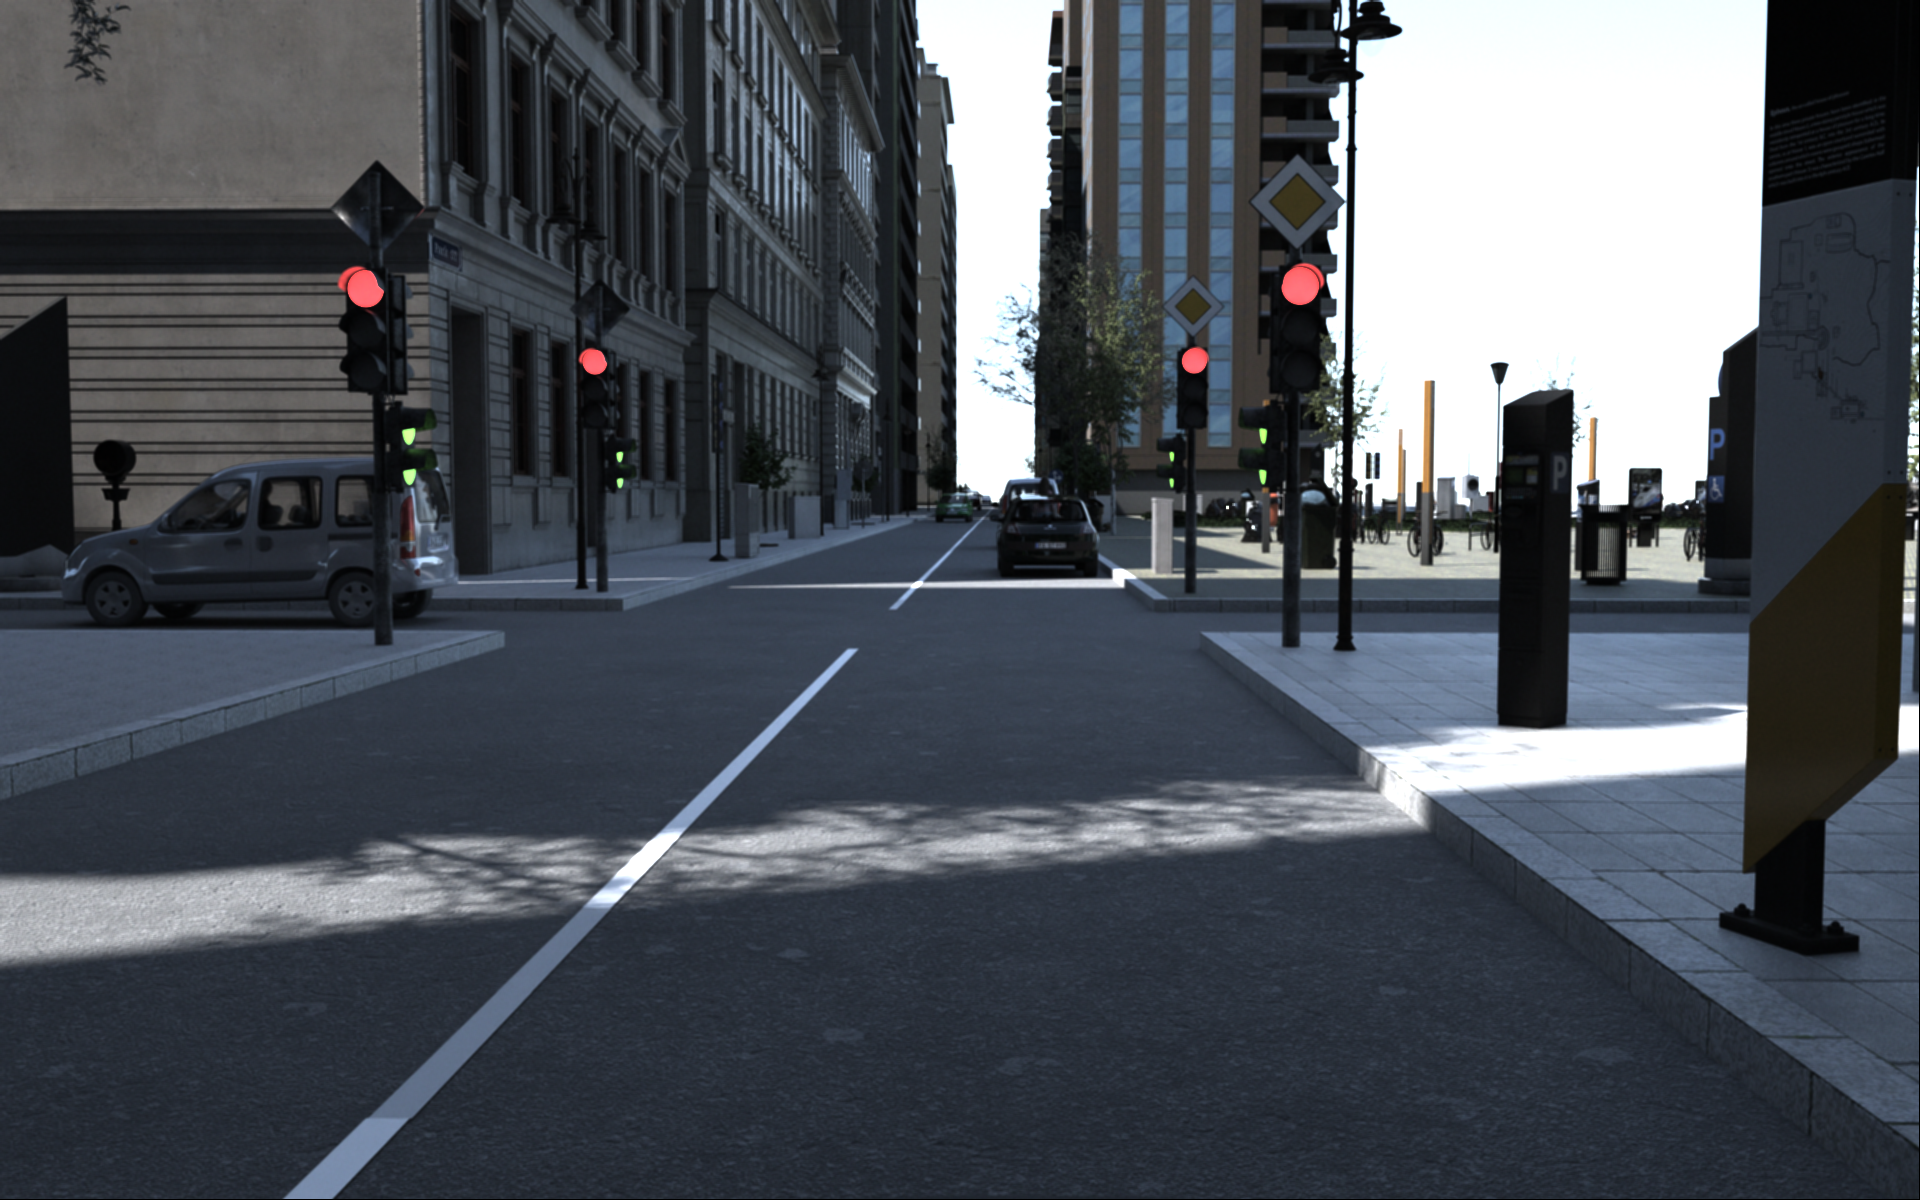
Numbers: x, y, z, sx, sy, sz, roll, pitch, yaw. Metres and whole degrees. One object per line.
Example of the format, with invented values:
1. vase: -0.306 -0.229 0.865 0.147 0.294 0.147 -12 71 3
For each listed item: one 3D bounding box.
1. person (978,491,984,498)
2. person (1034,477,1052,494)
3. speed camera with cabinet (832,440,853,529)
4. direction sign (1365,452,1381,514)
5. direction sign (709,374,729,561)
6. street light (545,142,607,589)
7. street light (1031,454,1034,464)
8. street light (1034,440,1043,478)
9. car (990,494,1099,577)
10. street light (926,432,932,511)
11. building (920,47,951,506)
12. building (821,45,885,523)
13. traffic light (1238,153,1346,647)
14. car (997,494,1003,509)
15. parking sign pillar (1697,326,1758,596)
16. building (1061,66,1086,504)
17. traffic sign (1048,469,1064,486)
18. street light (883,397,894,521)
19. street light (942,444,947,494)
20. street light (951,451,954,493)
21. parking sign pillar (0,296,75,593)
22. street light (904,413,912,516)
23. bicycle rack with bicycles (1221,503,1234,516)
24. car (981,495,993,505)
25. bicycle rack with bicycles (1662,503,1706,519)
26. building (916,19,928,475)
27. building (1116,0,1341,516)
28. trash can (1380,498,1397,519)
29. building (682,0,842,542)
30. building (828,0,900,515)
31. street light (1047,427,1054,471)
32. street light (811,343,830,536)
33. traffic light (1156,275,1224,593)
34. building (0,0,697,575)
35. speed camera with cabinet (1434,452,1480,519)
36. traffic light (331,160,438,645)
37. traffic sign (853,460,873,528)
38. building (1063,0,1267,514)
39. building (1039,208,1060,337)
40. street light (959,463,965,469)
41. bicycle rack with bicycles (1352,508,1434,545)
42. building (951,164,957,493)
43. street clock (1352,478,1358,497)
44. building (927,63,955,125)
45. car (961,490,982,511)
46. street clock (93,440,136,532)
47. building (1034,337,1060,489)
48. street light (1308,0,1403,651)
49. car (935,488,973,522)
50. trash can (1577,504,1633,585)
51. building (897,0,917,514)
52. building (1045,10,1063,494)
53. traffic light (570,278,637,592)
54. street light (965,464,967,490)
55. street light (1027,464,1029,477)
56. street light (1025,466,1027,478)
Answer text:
1. person: 2.341 -12.932 219.956 1.348 1.821 0.705 1 4 12
2. person: 1.977 -1.941 40.238 0.555 1.821 0.388 0 4 -1
3. speed camera with cabinet: -4.361 -4.248 63.792 0.660 3.252 2.038 -1 4 -8
4. direction sign: 22.241 -6.199 93.348 0.876 3.537 0.379 -1 4 -14
5. direction sign: -4.625 -2.513 33.086 0.379 3.537 0.876 0 4 4
6. street light: -5.118 -3.087 23.265 0.468 5.910 1.993 0 4 2
7. street light: 7.564 -12.264 173.303 0.468 5.910 1.993 0 4 2
8. street light: 6.655 -10.465 143.891 0.468 5.910 1.993 0 4 2
9. car: 1.549 -1.323 31.416 2.009 1.686 4.222 0 4 0
10. street light: -2.341 -9.544 128.825 0.468 5.910 1.993 0 4 2
11. building: -12.348 -34.811 192.855 21.300 48.544 21.600 0 4 2
12. building: -9.885 -15.645 84.681 11.050 23.489 19.941 0 4 2
13. traffic light: 2.766 -1.561 14.451 0.839 4.253 0.868 0 4 2
14. car: 4.637 -9.693 168.267 2.009 1.686 4.222 0 4 1
15. parking sign pillar: 10.321 -2.067 22.271 1.447 3.967 1.447 -1 4 -10
16. building: 14.053 -21.333 120.502 14.160 30.474 14.107 0 4 2
17. traffic sign: 4.867 -5.364 87.807 0.768 2.556 0.104 0 4 4
18. street light: -3.446 -6.714 82.565 0.468 5.910 1.993 0 4 2
19. street light: -1.425 -11.363 158.568 0.468 5.910 1.993 0 4 2
20. street light: -0.823 -12.840 182.716 0.468 5.910 1.993 0 4 2
21. parking sign pillar: -12.593 -2.121 23.147 1.447 3.967 1.447 2 4 27
22. street light: -3.003 -7.744 99.407 0.468 5.910 1.993 0 4 2
23. bicycle rack with bicycles: 12.231 -3.708 74.014 2.852 0.926 2.925 1 4 11
24. car: 3.355 -13.484 232.818 2.083 1.381 4.827 0 4 2
25. bicycle rack with bicycles: 27.903 -3.312 67.535 2.852 0.926 2.925 2 4 32
26. building: -14.908 -32.349 148.509 23.786 49.044 30.456 0 4 2
27. building: 14.620 -27.843 105.352 14.600 45.320 14.200 0 4 2
28. trash can: 15.640 -3.137 62.945 0.748 1.137 0.748 0 3 0
29. building: -13.509 -13.856 59.832 16.112 22.955 30.059 0 4 2
30. building: -11.138 -25.749 104.585 14.154 41.232 14.086 0 4 2
31. street light: 5.949 -8.630 113.883 0.468 5.910 1.993 0 4 2
32. street light: -4.258 -4.912 53.092 0.468 5.910 1.993 0 4 2
33. traffic light: 2.981 -2.050 22.433 0.839 4.253 0.868 0 4 2
34. building: -12.343 -12.115 34.245 11.583 22.565 21.152 0 4 2
35. speed camera with cabinet: 23.329 -5.321 81.339 2.038 3.252 0.660 -1 4 -10
36. traffic light: -4.893 -1.573 14.641 0.839 4.253 0.868 0 4 2
37. traffic sign: -3.658 -3.989 65.329 0.768 2.556 0.104 0 4 3
38. building: 15.090 -29.632 134.602 14.600 45.320 14.200 0 4 2
39. building: 18.311 -34.586 249.077 14.154 41.232 14.086 0 4 2
40. street light: 0.017 -14.639 212.129 0.468 5.910 1.993 0 4 2
41. bicycle rack with bicycles: 11.231 -1.931 44.958 2.852 0.926 2.925 1 4 16
42. building: -11.357 -37.807 241.850 21.300 48.544 21.600 0 4 2
43. street clock: 17.612 -4.477 77.774 0.358 2.002 0.471 -3 5 -41
44. building: -15.325 -38.415 217.317 28.713 52.752 27.495 0 4 2
45. car: 0.847 -8.801 152.563 2.281 1.827 5.304 0 4 2
46. street clock: -11.347 -1.145 23.299 0.471 2.002 0.358 0 4 5
47. building: 22.787 -21.963 204.142 27.650 21.520 28.899 0 4 2
48. street light: 3.166 -2.525 14.076 0.468 5.910 1.993 0 4 2
49. car: -0.292 -4.895 88.832 1.959 1.807 4.718 0 4 3
50. trash can: 9.107 -0.785 24.483 0.748 1.137 0.748 0 3 0
51. building: -14.246 -30.509 122.518 21.300 48.544 21.600 0 4 2
52. building: 18.948 -30.736 157.163 22.147 44.769 28.867 0 4 2
53. traffic light: -4.678 -2.061 22.623 0.839 4.253 0.868 0 4 2
54. street light: 0.802 -16.438 241.544 0.468 5.910 1.993 0 4 2
55. street light: 8.161 -13.696 196.715 0.468 5.910 1.993 0 4 2
56. street light: 8.910 -15.495 226.131 0.468 5.910 1.993 0 4 2
